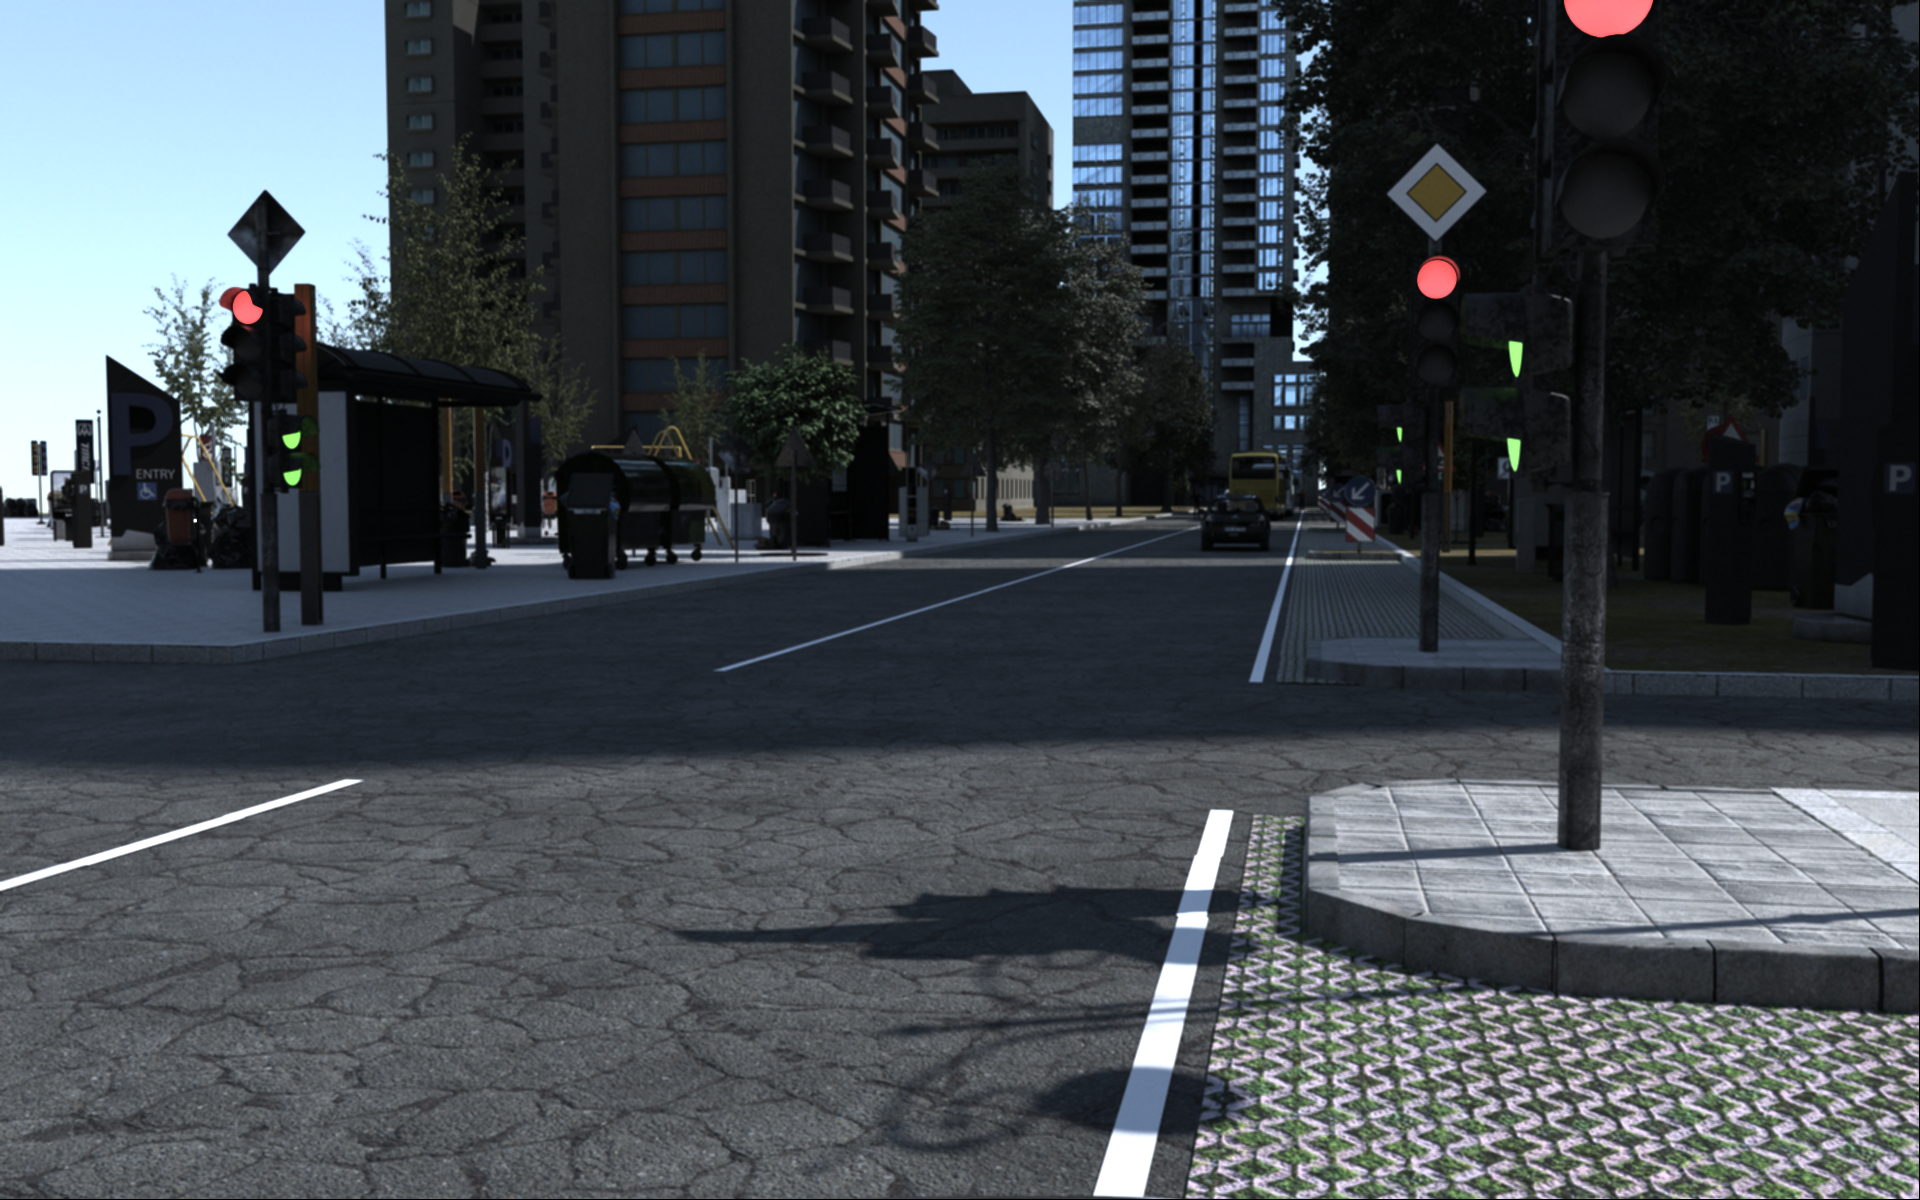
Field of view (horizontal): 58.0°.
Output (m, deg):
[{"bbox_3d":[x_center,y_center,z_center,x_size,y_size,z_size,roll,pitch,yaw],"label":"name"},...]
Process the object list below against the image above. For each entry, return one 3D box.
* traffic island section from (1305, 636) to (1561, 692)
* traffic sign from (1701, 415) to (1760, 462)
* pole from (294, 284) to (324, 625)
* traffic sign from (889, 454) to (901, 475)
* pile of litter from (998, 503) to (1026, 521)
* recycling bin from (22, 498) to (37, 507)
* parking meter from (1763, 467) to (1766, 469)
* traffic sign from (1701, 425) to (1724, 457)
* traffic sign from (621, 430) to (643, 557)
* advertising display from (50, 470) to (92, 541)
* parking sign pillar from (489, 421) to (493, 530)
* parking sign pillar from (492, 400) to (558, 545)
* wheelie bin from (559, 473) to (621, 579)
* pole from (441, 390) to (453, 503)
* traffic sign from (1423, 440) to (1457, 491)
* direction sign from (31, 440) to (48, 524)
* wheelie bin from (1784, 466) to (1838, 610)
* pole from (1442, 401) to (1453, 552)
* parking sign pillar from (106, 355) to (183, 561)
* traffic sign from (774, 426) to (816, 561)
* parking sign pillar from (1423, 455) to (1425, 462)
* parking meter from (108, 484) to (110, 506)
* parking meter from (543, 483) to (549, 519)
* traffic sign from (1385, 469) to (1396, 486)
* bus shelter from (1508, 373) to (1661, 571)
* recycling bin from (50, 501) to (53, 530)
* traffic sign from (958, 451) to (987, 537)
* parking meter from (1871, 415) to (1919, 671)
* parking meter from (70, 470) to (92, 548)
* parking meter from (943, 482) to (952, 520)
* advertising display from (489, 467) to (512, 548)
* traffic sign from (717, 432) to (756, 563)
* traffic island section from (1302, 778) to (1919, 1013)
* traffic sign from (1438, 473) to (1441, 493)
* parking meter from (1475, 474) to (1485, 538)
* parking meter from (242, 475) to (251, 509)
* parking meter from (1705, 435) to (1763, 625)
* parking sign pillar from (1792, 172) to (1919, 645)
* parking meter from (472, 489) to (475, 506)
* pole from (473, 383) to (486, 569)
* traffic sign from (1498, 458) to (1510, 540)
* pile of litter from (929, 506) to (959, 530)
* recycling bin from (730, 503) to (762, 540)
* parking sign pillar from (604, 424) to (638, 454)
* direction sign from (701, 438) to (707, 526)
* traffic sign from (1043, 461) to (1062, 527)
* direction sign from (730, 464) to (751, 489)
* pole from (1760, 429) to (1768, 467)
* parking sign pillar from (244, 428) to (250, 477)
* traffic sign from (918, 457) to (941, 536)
[{"bbox_3d":[3.842,0.499,14.123,2.009,0.180,2.903,1,4,11],"label":"traffic island section"},{"bbox_3d":[12.720,-1.752,28.644,0.884,2.594,0.081,1,4,20],"label":"traffic sign"},{"bbox_3d":[-6.364,-1.412,16.925,0.158,3.312,0.155,0,3,0],"label":"pole"},{"bbox_3d":[-2.097,-2.990,48.886,0.884,2.594,0.081,1,4,14],"label":"traffic sign"},{"bbox_3d":[2.428,-4.152,81.856,1.176,0.858,1.719,-1,4,-22],"label":"pile of litter"},{"bbox_3d":[-53.181,-5.272,98.743,0.722,1.027,0.722,1,4,18],"label":"recycling bin"},{"bbox_3d":[15.733,-1.729,33.982,0.255,1.863,0.399,-3,5,-44],"label":"parking meter"},{"bbox_3d":[14.099,-1.954,32.056,0.768,2.556,0.104,1,4,21],"label":"traffic sign"},{"bbox_3d":[-6.653,-2.156,35.253,0.884,2.594,0.081,1,4,21],"label":"traffic sign"},{"bbox_3d":[-24.252,-2.572,47.265,0.974,1.923,0.123,-3,4,-38],"label":"advertising display"},{"bbox_3d":[-16.313,-4.469,61.545,1.447,3.967,1.447,0,4,1],"label":"parking sign pillar"},{"bbox_3d":[-10.971,-3.396,44.003,1.447,3.967,1.447,-1,4,-23],"label":"parking sign pillar"},{"bbox_3d":[-5.588,-1.123,26.262,0.980,1.594,0.693,0,4,4],"label":"wheelie bin"},{"bbox_3d":[-9.680,-2.376,32.694,0.158,3.312,0.155,0,3,0],"label":"pole"},{"bbox_3d":[11.419,-2.535,41.456,0.884,2.594,0.081,1,4,19],"label":"traffic sign"},{"bbox_3d":[-39.077,-4.989,73.569,0.379,3.537,0.876,1,4,12],"label":"direction sign"},{"bbox_3d":[9.785,-0.702,19.380,0.980,1.594,0.693,0,4,3],"label":"wheelie bin"},{"bbox_3d":[10.733,-2.708,38.112,0.158,3.312,0.155,0,3,0],"label":"pole"},{"bbox_3d":[-15.821,-2.763,33.649,1.447,3.967,1.447,-2,4,-25],"label":"parking sign pillar"},{"bbox_3d":[-3.171,-2.027,33.144,0.884,2.594,0.081,1,4,20],"label":"traffic sign"},{"bbox_3d":[22.967,-5.925,85.339,1.447,3.967,1.447,1,4,15],"label":"parking sign pillar"},{"bbox_3d":[-18.728,-2.011,38.597,0.399,1.863,0.255,0,4,-5],"label":"parking meter"},{"bbox_3d":[-21.247,-5.100,89.100,0.255,1.863,0.399,2,4,34],"label":"parking meter"},{"bbox_3d":[21.430,-5.297,86.710,0.768,2.556,0.104,1,4,18],"label":"traffic sign"},{"bbox_3d":[11.052,-2.288,31.333,2.014,3.302,5.546,1,4,11],"label":"bus shelter"},{"bbox_3d":[-32.215,-3.043,62.300,0.722,1.027,0.722,0,4,-3],"label":"recycling bin"},{"bbox_3d":[0.369,-3.191,52.180,0.884,2.594,0.081,1,4,17],"label":"traffic sign"},{"bbox_3d":[6.931,-0.428,12.707,0.255,1.863,0.399,-2,4,-34],"label":"parking meter"},{"bbox_3d":[-20.880,-2.167,41.134,0.255,1.863,0.399,3,5,40],"label":"parking meter"},{"bbox_3d":[-0.605,-4.816,84.450,0.255,1.863,0.399,-3,5,-43],"label":"parking meter"},{"bbox_3d":[-10.936,-2.203,41.226,0.123,1.923,0.974,-3,4,-38],"label":"advertising display"},{"bbox_3d":[-4.180,-1.908,32.377,0.795,2.450,0.064,1,4,18],"label":"traffic sign"},{"bbox_3d":[2.270,0.978,6.293,2.009,0.180,2.903,1,4,11],"label":"traffic island section"},{"bbox_3d":[13.719,-2.912,49.741,0.606,2.300,0.079,1,4,19],"label":"traffic sign"},{"bbox_3d":[15.261,-2.776,51.092,0.255,1.863,0.399,-1,4,-15],"label":"parking meter"},{"bbox_3d":[-21.942,-2.920,53.459,0.399,1.863,0.255,2,4,29],"label":"parking meter"},{"bbox_3d":[7.595,-0.694,17.056,0.255,1.863,0.399,-2,4,-29],"label":"parking meter"},{"bbox_3d":[8.161,-1.635,15.204,1.447,3.967,1.447,1,4,9],"label":"parking sign pillar"},{"bbox_3d":[-26.420,-5.270,94.580,0.372,1.533,0.369,0,3,0],"label":"parking meter"},{"bbox_3d":[-8.214,-2.187,29.604,0.158,3.312,0.155,0,3,0],"label":"pole"},{"bbox_3d":[15.407,-2.845,48.646,0.606,2.300,0.079,1,4,13],"label":"traffic sign"},{"bbox_3d":[-0.841,-2.963,62.405,1.719,0.858,1.176,0,4,-3],"label":"pile of litter"},{"bbox_3d":[-5.991,-2.198,48.497,0.722,1.027,0.722,1,4,11],"label":"recycling bin"},{"bbox_3d":[-12.967,-4.769,66.440,1.447,3.967,1.447,0,4,-2],"label":"parking sign pillar"},{"bbox_3d":[-10.490,-4.813,70.686,0.379,3.537,0.876,0,4,-2],"label":"direction sign"},{"bbox_3d":[3.588,-4.102,67.166,0.768,2.556,0.104,1,4,20],"label":"traffic sign"},{"bbox_3d":[-8.586,-4.630,67.693,0.876,3.537,0.379,-2,4,-33],"label":"direction sign"},{"bbox_3d":[25.038,-3.680,54.008,0.158,3.312,0.155,0,3,0],"label":"pole"},{"bbox_3d":[-28.567,-5.037,70.828,1.447,3.967,1.447,0,4,8],"label":"parking sign pillar"},{"bbox_3d":[-0.969,-3.192,53.377,0.795,2.450,0.064,1,4,13],"label":"traffic sign"}]
